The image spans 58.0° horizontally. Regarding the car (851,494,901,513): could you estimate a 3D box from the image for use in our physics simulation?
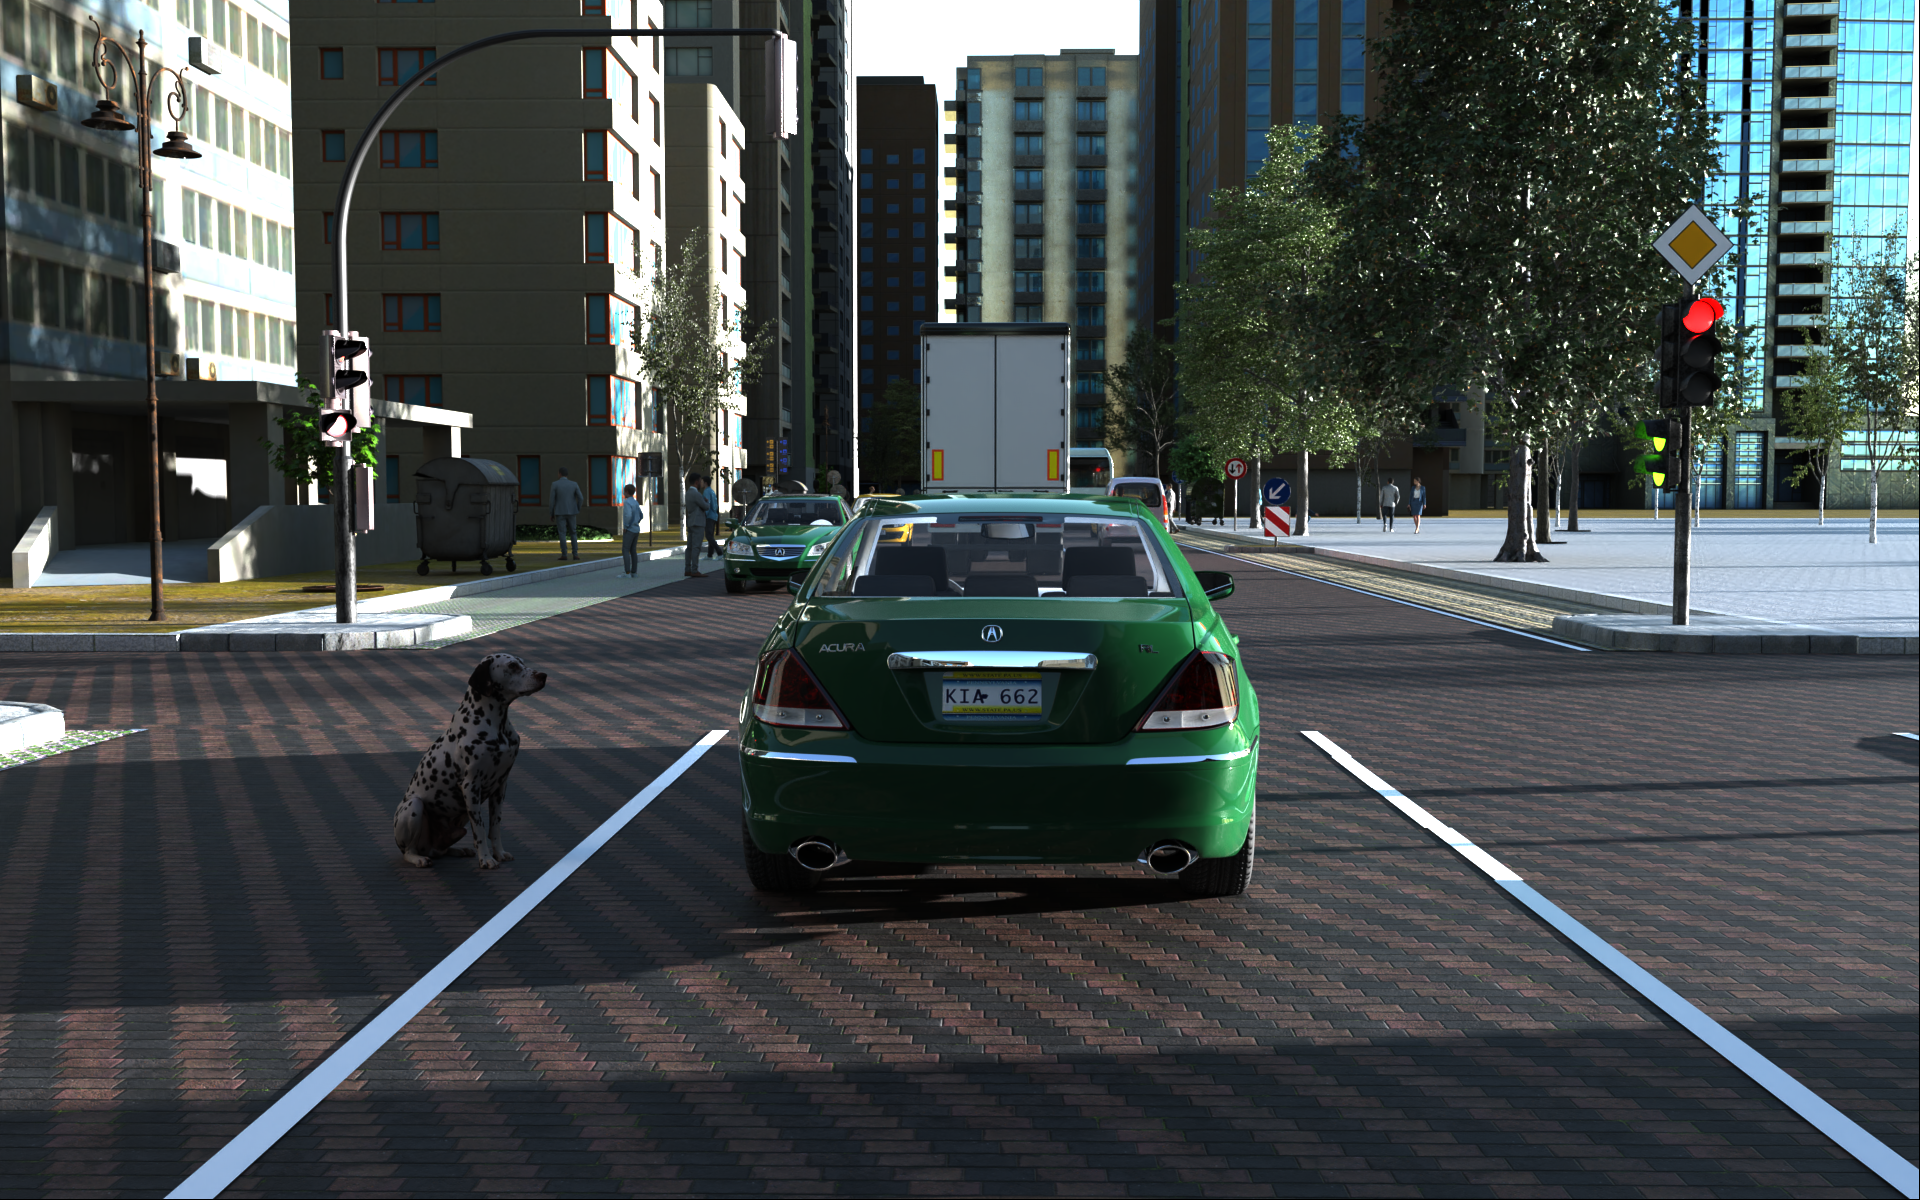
[{"bbox_3d":[-2.140,-2.183,45.917,2.015,1.641,3.980,0,4,0],"label":"car"}]

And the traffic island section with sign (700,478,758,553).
[{"bbox_3d":[-5.357,-2.106,43.056,1.989,1.847,2.006,0,4,1],"label":"traffic island section with sign"}]

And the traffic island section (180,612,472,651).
[{"bbox_3d":[-6.131,0.307,17.265,2.009,0.180,2.903,0,4,1],"label":"traffic island section"}]

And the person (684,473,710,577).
[{"bbox_3d":[-4.521,-1.302,29.967,0.466,1.800,0.511,-3,5,-44],"label":"person"}]

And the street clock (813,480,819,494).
[{"bbox_3d":[-7.451,-5.213,89.795,0.358,2.002,0.471,1,4,8],"label":"street clock"}]

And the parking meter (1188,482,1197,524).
[{"bbox_3d":[9.980,-4.201,74.401,0.399,1.863,0.255,1,4,13],"label":"parking meter"}]

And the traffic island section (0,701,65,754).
[{"bbox_3d":[-6.267,0.795,9.281,2.009,0.180,2.903,0,4,1],"label":"traffic island section"}]

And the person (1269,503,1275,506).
[{"bbox_3d":[14.969,-4.704,82.812,0.638,1.841,0.748,-1,4,-17],"label":"person"}]

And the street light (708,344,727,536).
[{"bbox_3d":[-7.505,-4.936,53.494,0.468,5.910,1.993,0,4,1],"label":"street light"}]

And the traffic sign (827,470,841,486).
[{"bbox_3d":[-6.731,-5.635,92.234,0.768,2.556,0.104,0,4,6],"label":"traffic sign"}]

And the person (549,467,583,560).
[{"bbox_3d":[-7.659,-1.683,33.662,0.635,1.810,0.391,-2,4,-34],"label":"person"}]

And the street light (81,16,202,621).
[{"bbox_3d":[-8.144,-2.729,17.408,0.468,5.910,1.993,0,4,1],"label":"street light"}]

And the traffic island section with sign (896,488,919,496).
[{"bbox_3d":[-4.064,-6.802,119.840,1.989,1.847,2.006,0,4,1],"label":"traffic island section with sign"}]

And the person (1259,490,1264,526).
[{"bbox_3d":[11.854,-3.830,68.681,0.620,1.820,0.660,1,4,12],"label":"person"}]

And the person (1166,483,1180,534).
[{"bbox_3d":[7.518,-3.278,62.213,0.853,1.813,0.709,1,4,19],"label":"person"}]

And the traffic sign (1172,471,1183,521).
[{"bbox_3d":[10.625,-5.116,83.749,0.768,2.556,0.104,0,4,2],"label":"traffic sign"}]

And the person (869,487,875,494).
[{"bbox_3d":[-3.779,-4.042,75.143,0.362,1.759,0.519,-1,4,-12],"label":"person"}]

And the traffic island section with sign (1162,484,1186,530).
[{"bbox_3d":[8.018,-3.741,69.789,1.989,1.847,2.006,0,4,1],"label":"traffic island section with sign"}]

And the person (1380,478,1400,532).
[{"bbox_3d":[14.578,-3.235,58.780,0.661,1.843,0.795,1,4,16],"label":"person"}]

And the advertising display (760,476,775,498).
[{"bbox_3d":[-6.925,-3.497,62.385,0.123,1.923,0.974,1,4,22],"label":"advertising display"}]

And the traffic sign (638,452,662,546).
[{"bbox_3d":[-7.577,-2.461,42.375,0.606,2.300,0.079,0,4,3],"label":"traffic sign"}]

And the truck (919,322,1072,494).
[{"bbox_3d":[0.794,-2.751,33.899,2.839,4.237,11.283,0,4,2],"label":"truck"}]

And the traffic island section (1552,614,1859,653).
[{"bbox_3d":[7.109,0.321,17.035,2.009,0.180,2.903,0,4,1],"label":"traffic island section"}]

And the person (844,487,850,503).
[{"bbox_3d":[-7.439,-6.347,110.348,0.750,1.759,0.617,-2,4,-29],"label":"person"}]

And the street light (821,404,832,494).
[{"bbox_3d":[-6.866,-7.112,89.067,0.468,5.910,1.993,0,4,1],"label":"street light"}]

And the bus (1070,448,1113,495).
[{"bbox_3d":[4.968,-4.930,75.471,2.948,3.499,13.247,0,4,1],"label":"bus"}]

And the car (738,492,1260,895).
[{"bbox_3d":[0.207,0.253,7.658,2.131,1.459,4.920,0,4,3],"label":"car"}]

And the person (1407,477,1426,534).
[{"bbox_3d":[14.747,-3.040,55.774,0.581,1.822,0.654,3,5,42],"label":"person"}]

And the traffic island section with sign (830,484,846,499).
[{"bbox_3d":[-4.897,-3.763,70.150,1.989,1.847,2.006,0,4,1],"label":"traffic island section with sign"}]

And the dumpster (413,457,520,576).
[{"bbox_3d":[-7.927,-1.350,27.824,1.264,1.857,1.865,0,4,1],"label":"dumpster"}]

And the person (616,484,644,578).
[{"bbox_3d":[-5.631,-1.179,29.587,0.330,1.601,0.589,2,4,24],"label":"person"}]

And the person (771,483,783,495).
[{"bbox_3d":[-5.776,-2.803,54.595,0.850,1.792,0.678,3,4,38],"label":"person"}]

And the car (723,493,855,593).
[{"bbox_3d":[-2.457,-0.911,26.689,2.131,1.459,4.920,0,4,2],"label":"car"}]

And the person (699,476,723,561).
[{"bbox_3d":[-5.330,-1.755,37.212,0.620,1.820,0.660,0,4,2],"label":"person"}]

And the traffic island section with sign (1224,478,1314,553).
[{"bbox_3d":[7.549,-2.074,42.540,1.989,1.847,2.006,0,4,1],"label":"traffic island section with sign"}]

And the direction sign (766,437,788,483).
[{"bbox_3d":[-7.276,-4.695,68.759,0.876,3.537,0.379,-1,4,-19],"label":"direction sign"}]

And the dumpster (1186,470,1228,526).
[{"bbox_3d":[10.104,-4.184,70.905,1.502,2.255,1.985,0,4,1],"label":"dumpster"}]

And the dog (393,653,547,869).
[{"bbox_3d":[-1.998,0.609,6.874,0.513,0.831,0.800,-2,4,-30],"label":"dog"}]

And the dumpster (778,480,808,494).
[{"bbox_3d":[-7.136,-4.126,73.221,1.264,1.857,1.865,0,4,1],"label":"dumpster"}]

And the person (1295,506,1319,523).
[{"bbox_3d":[13.083,-3.306,65.602,1.012,1.151,0.738,0,4,-8],"label":"person"}]

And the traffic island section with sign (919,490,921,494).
[{"bbox_3d":[-3.589,-8.461,146.965,1.989,1.847,2.006,0,4,1],"label":"traffic island section with sign"}]

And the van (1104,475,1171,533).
[{"bbox_3d":[4.351,-2.245,43.710,2.013,2.044,4.112,0,4,3],"label":"van"}]
